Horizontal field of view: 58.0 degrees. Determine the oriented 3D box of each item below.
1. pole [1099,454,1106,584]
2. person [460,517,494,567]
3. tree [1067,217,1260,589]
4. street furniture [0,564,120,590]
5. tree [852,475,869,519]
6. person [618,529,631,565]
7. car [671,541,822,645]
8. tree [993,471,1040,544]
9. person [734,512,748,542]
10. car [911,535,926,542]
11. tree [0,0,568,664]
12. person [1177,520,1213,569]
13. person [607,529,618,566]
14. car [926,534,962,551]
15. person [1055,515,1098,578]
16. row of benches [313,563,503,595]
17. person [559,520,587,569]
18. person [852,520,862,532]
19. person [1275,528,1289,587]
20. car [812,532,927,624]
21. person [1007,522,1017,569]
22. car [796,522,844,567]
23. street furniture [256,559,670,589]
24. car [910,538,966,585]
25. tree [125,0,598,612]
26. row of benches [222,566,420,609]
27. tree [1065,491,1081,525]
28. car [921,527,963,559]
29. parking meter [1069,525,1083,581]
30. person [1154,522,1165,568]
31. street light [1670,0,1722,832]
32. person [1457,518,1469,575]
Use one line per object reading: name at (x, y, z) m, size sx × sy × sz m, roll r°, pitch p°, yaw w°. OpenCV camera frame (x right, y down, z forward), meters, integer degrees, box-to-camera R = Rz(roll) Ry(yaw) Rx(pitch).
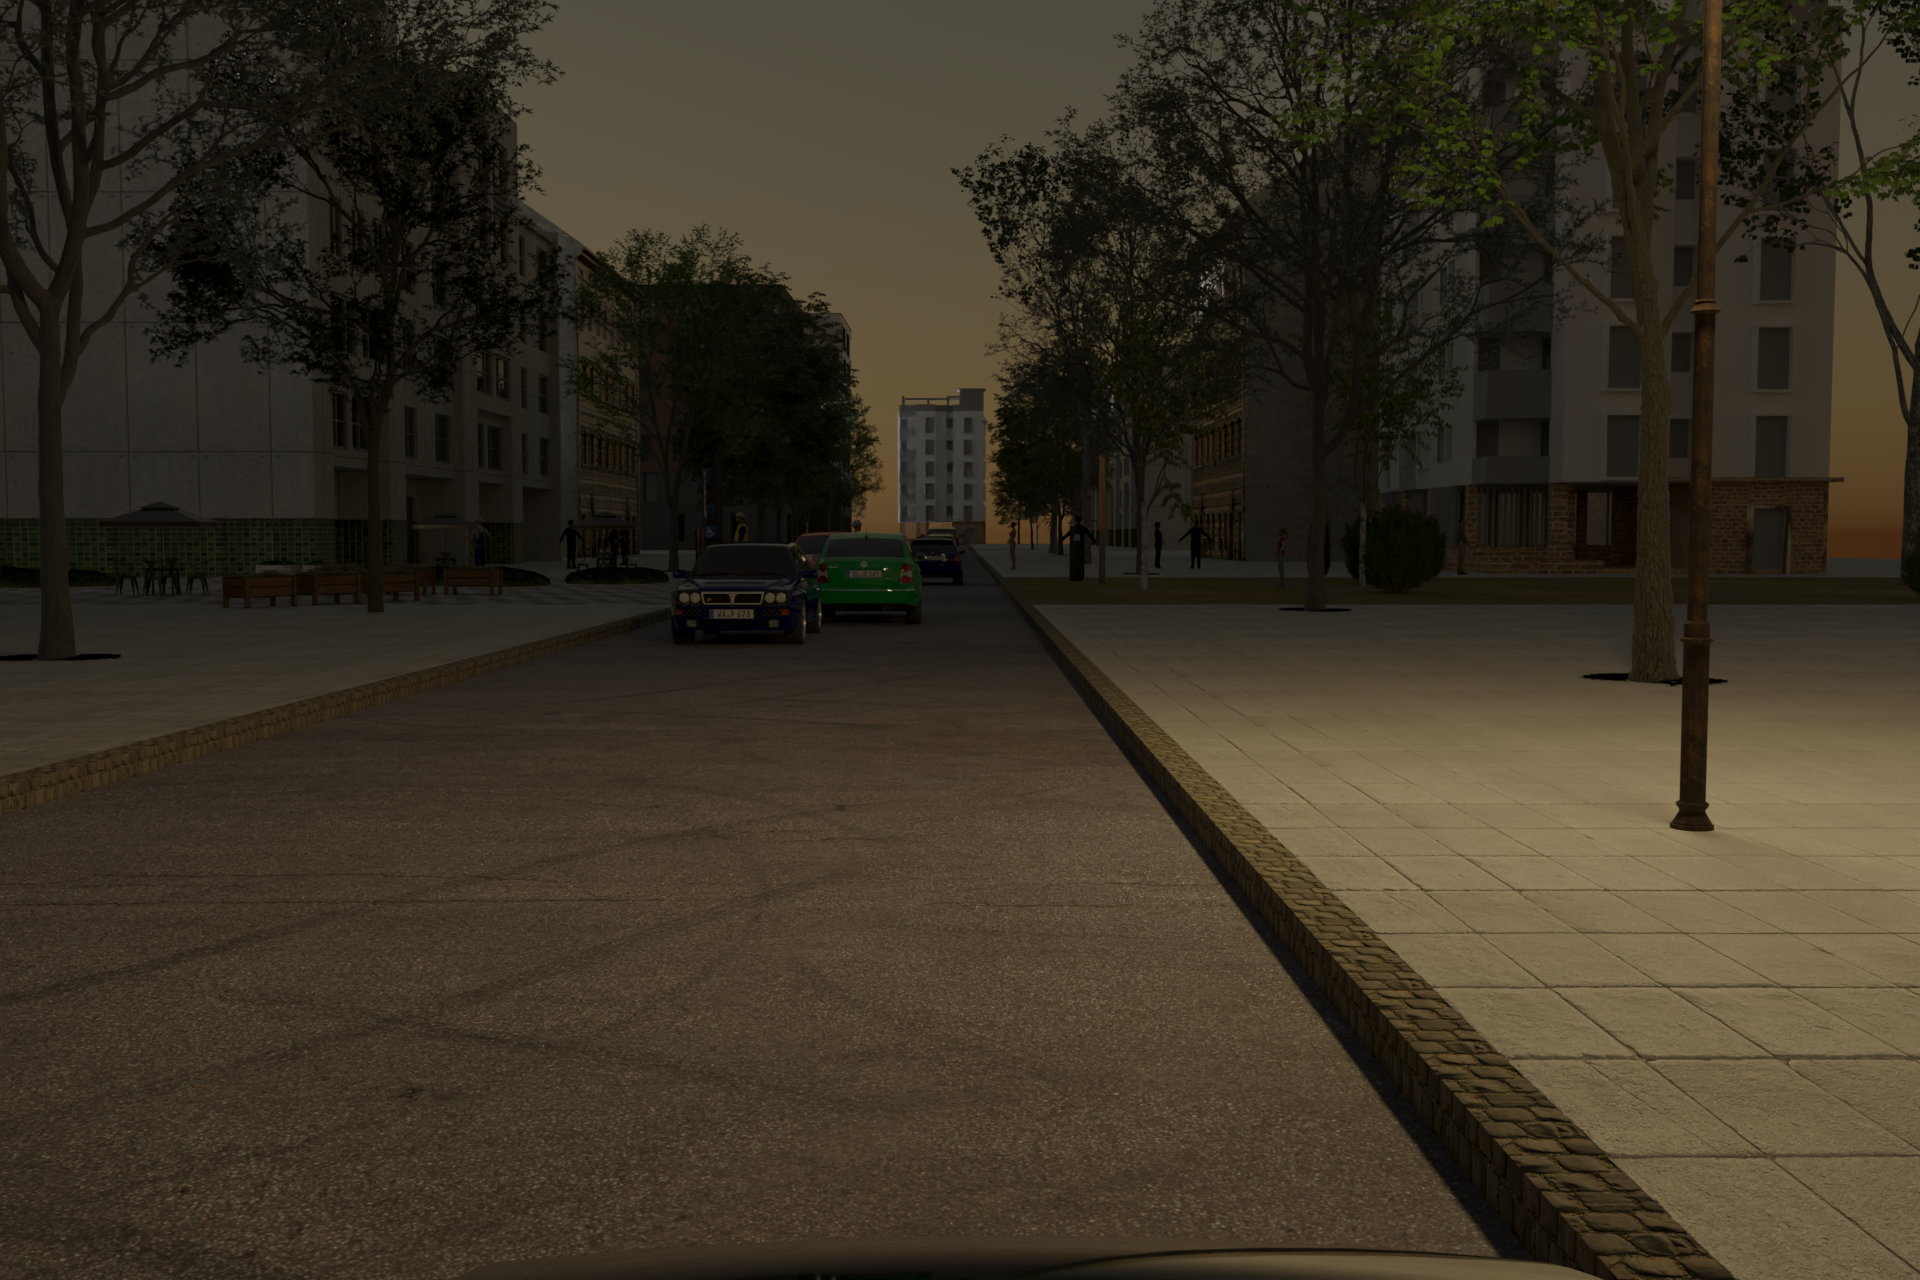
pole at (3.657, -3.097, 44.472) m, size 0.158 × 3.312 × 0.155 m, roll 0°, pitch 3°, yaw 0°
person at (-15.685, -3.094, 56.448) m, size 0.705 × 1.847 × 1.347 m, roll 2°, pitch 4°, yaw 35°
tree at (4.524, -5.496, 40.215) m, size 4.737 × 8.622 × 4.395 m, roll 0°, pitch 3°, yaw 0°
street furniture at (-25.127, -1.698, 43.386) m, size 5.734 × 0.657 × 10.072 m, roll -3°, pitch 4°, yaw -39°
tree at (-15.370, -17.908, 227.200) m, size 7.601 × 10.594 × 8.767 m, roll 1°, pitch 4°, yaw 9°
person at (-13.833, -4.005, 71.255) m, size 0.705 × 1.856 × 1.354 m, roll 1°, pitch 4°, yaw 14°
car at (-2.867, -0.679, 23.684) m, size 1.945 × 1.354 × 3.894 m, roll 0°, pitch 3°, yaw 0°
tree at (8.102, -18.834, 226.057) m, size 7.486 × 12.596 × 7.792 m, roll 0°, pitch 3°, yaw 0°
person at (-5.525, -2.290, 43.415) m, size 0.705 × 1.833 × 1.349 m, roll -1°, pitch 4°, yaw -9°
car at (-2.525, -6.903, 125.449) m, size 1.945 × 1.354 × 3.894 m, roll 0°, pitch 4°, yaw 0°
tree at (-9.301, -6.551, 17.478) m, size 12.009 × 13.543 × 11.850 m, roll 0°, pitch 3°, yaw 0°
person at (8.762, -3.558, 64.398) m, size 1.346 × 1.802 × 0.704 m, roll 0°, pitch 4°, yaw -4°
person at (-13.366, -3.704, 66.694) m, size 0.704 × 1.812 × 1.346 m, roll -2°, pitch 4°, yaw -26°
car at (-0.899, -4.257, 79.387) m, size 2.009 × 1.686 × 4.222 m, roll 0°, pitch 4°, yaw 0°
person at (3.413, -2.704, 50.139) m, size 1.347 × 1.837 × 0.705 m, roll -1°, pitch 4°, yaw -21°
row of benches at (-11.825, -1.300, 36.721) m, size 4.104 × 0.672 × 1.422 m, roll 0°, pitch 4°, yaw 3°
person at (-14.323, -3.532, 63.935) m, size 1.347 × 1.806 × 0.705 m, roll 2°, pitch 4°, yaw 31°
person at (-2.365, -1.977, 41.253) m, size 0.721 × 1.772 × 1.216 m, roll -2°, pitch 4°, yaw -33°
person at (7.721, -1.998, 41.938) m, size 0.599 × 1.433 × 0.991 m, roll 0°, pitch 4°, yaw 5°
car at (-1.523, -1.227, 28.857) m, size 1.959 × 1.807 × 4.718 m, roll 0°, pitch 4°, yaw -1°
person at (1.846, -3.435, 62.958) m, size 0.721 × 1.733 × 1.217 m, roll 1°, pitch 4°, yaw 9°
car at (-2.732, -1.673, 36.389) m, size 2.155 × 1.783 × 4.494 m, roll 0°, pitch 4°, yaw 0°
street furniture at (-12.745, -1.736, 44.005) m, size 10.072 × 0.657 × 5.734 m, roll 1°, pitch 4°, yaw 18°
car at (-0.794, -2.269, 49.683) m, size 1.945 × 1.354 × 3.894 m, roll 0°, pitch 4°, yaw -1°
tree at (-9.727, -5.714, 27.830) m, size 8.767 × 10.594 × 7.601 m, roll 1°, pitch 4°, yaw 17°
row of benches at (-11.550, -0.995, 31.733) m, size 1.422 × 0.672 × 4.104 m, roll 2°, pitch 4°, yaw 29°
tree at (17.370, -18.921, 227.487) m, size 7.486 × 12.596 × 7.792 m, roll 0°, pitch 3°, yaw 0°
car at (-0.945, -5.058, 91.368) m, size 2.281 × 1.827 × 5.304 m, roll 0°, pitch 4°, yaw -1°
parking meter at (3.156, -2.359, 46.985) m, size 0.372 × 1.533 × 0.369 m, roll 0°, pitch 3°, yaw 0°
person at (7.483, -3.550, 64.770) m, size 0.721 × 1.740 × 1.216 m, roll 0°, pitch 4°, yaw -5°
street light at (3.190, -2.115, 7.370) m, size 0.468 × 5.910 × 1.993 m, roll 0°, pitch 4°, yaw 0°
person at (15.867, -2.962, 54.694) m, size 0.705 × 1.796 × 1.348 m, roll 2°, pitch 4°, yaw 25°
